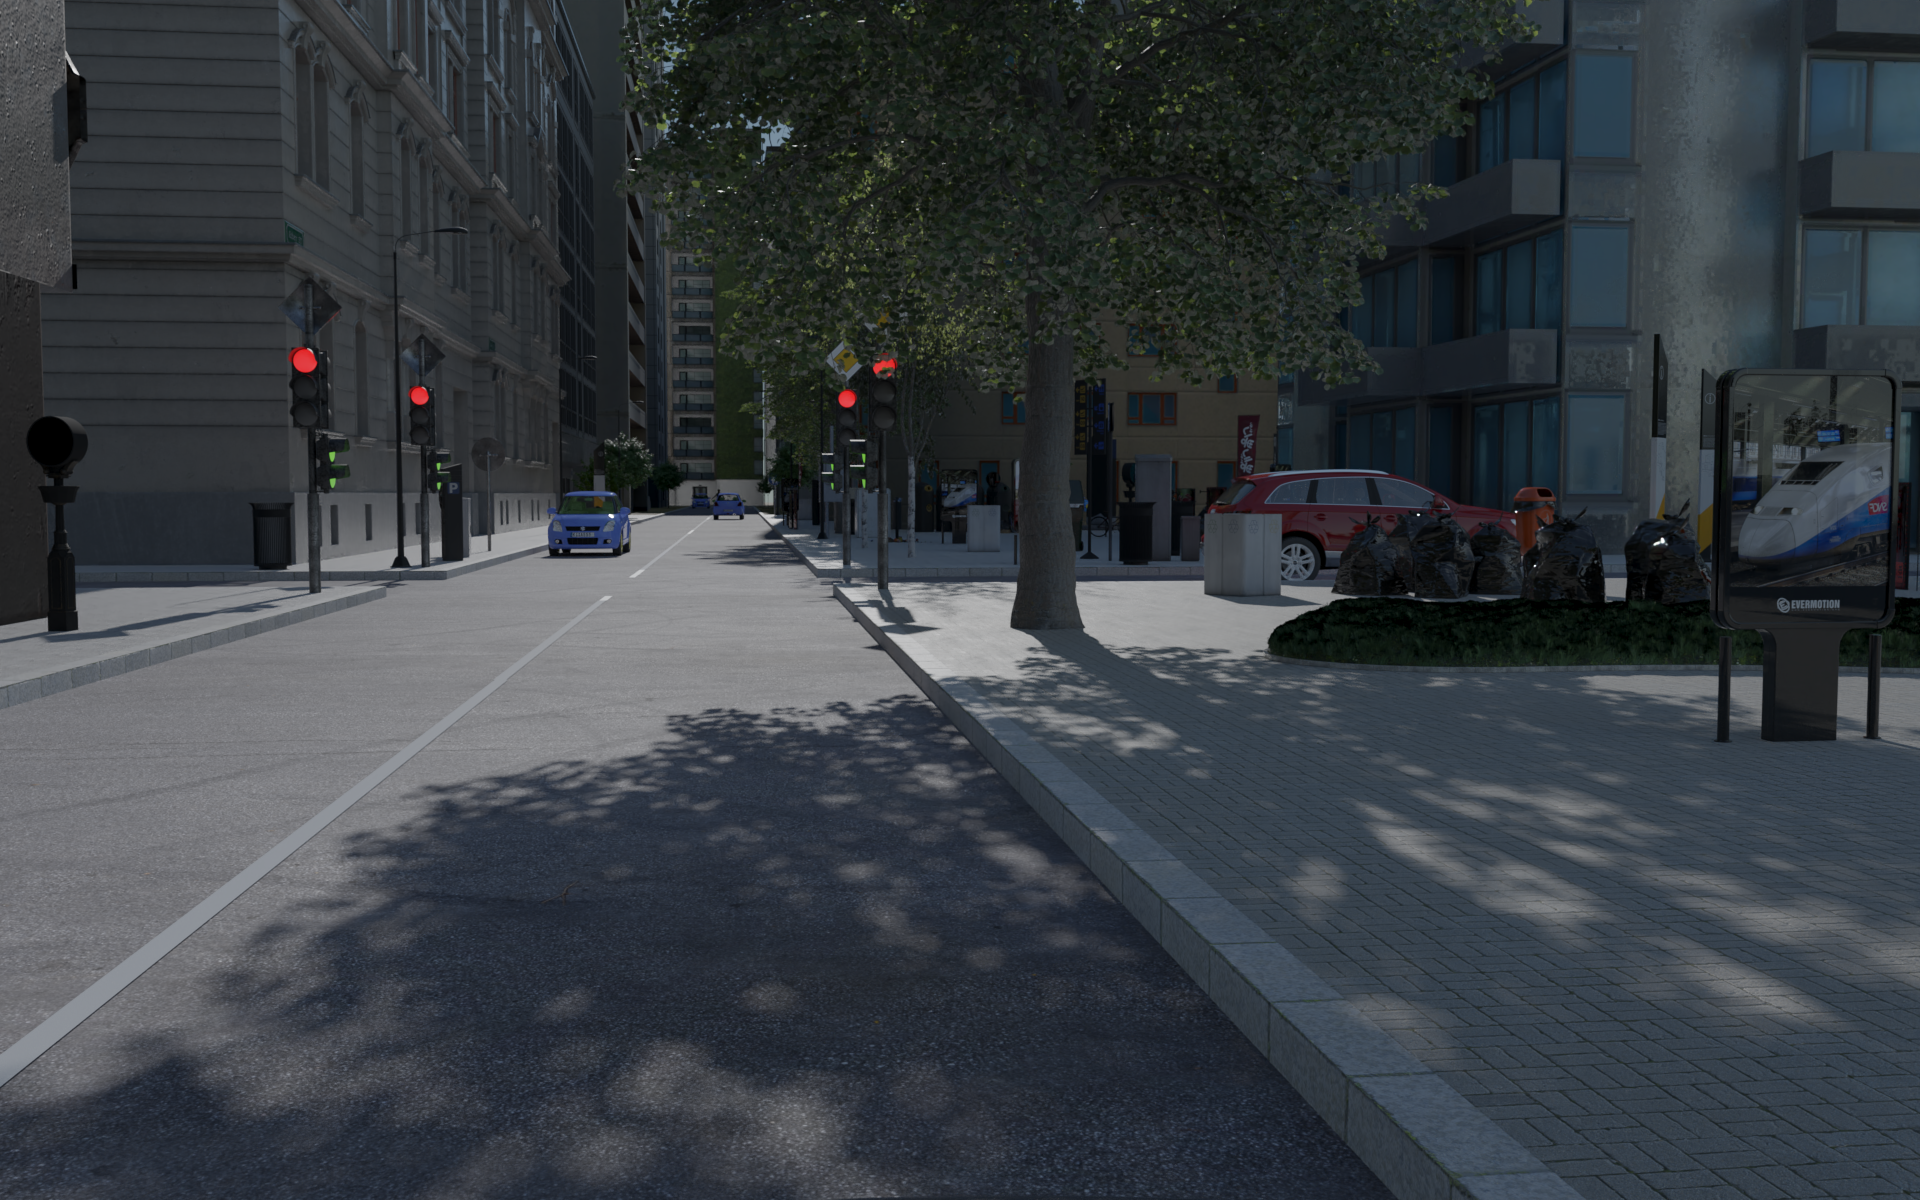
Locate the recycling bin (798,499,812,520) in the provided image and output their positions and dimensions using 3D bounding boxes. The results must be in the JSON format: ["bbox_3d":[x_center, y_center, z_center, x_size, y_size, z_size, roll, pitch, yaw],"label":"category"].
[{"bbox_3d":[-7.691,-4.471,85.663,0.722,1.027,0.722,-1,4,-9],"label":"recycling bin"}]

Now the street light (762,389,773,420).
[{"bbox_3d":[-8.044,-6.389,77.005,1.470,5.913,1.316,0,4,-7],"label":"street light"}]

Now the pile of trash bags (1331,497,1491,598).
[{"bbox_3d":[6.604,-0.789,22.653,3.447,1.369,1.912,-2,4,-35],"label":"pile of trash bags"}]

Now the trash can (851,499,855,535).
[{"bbox_3d":[-3.246,-2.629,54.631,0.748,1.137,0.748,0,3,0],"label":"trash can"}]

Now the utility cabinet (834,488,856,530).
[{"bbox_3d":[-3.882,-3.168,60.476,0.318,1.500,1.173,3,5,43],"label":"utility cabinet"}]

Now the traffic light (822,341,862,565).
[{"bbox_3d":[-2.069,-2.589,31.256,0.839,4.253,0.868,0,4,-7],"label":"traffic light"}]

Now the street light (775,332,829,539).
[{"bbox_3d":[-4.446,-4.673,48.951,1.470,5.913,1.316,0,4,-7],"label":"street light"}]

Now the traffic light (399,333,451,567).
[{"bbox_3d":[-9.370,-2.532,30.314,0.839,4.253,0.868,0,4,-7],"label":"traffic light"}]

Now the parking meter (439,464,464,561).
[{"bbox_3d":[-9.756,-1.681,33.200,0.399,1.863,0.255,-2,4,-33],"label":"parking meter"}]

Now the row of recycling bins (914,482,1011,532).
[{"bbox_3d":[-0.017,-3.168,58.904,3.534,1.692,1.069,-1,4,-13],"label":"row of recycling bins"}]

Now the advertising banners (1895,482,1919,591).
[{"bbox_3d":[12.668,-1.659,23.320,0.090,3.025,2.074,0,4,2],"label":"advertising banners"}]

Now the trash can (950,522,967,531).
[{"bbox_3d":[-0.038,-2.818,57.721,0.748,1.137,0.748,0,3,0],"label":"trash can"}]

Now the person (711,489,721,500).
[{"bbox_3d":[-20.944,-8.697,150.321,1.348,1.869,0.705,1,4,20],"label":"person"}]

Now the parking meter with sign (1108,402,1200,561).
[{"bbox_3d":[3.703,-2.251,33.071,1.738,3.016,0.543,0,4,2],"label":"parking meter with sign"}]

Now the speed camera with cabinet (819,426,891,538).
[{"bbox_3d":[-3.081,-3.441,50.604,2.038,3.252,0.660,-1,4,-11],"label":"speed camera with cabinet"}]

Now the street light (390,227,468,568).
[{"bbox_3d":[-9.252,-3.528,30.220,1.470,5.913,1.316,0,4,-7],"label":"street light"}]

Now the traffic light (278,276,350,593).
[{"bbox_3d":[-8.362,-2.047,22.393,0.839,4.253,0.868,0,4,-7],"label":"traffic light"}]

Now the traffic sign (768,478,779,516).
[{"bbox_3d":[-10.769,-6.153,100.705,0.768,2.556,0.104,0,4,-5],"label":"traffic sign"}]

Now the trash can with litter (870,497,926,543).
[{"bbox_3d":[-1.567,-2.176,46.635,1.678,1.210,2.233,0,4,1],"label":"trash can with litter"}]

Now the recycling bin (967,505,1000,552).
[{"bbox_3d":[0.525,-1.593,38.598,0.722,1.027,0.722,0,4,0],"label":"recycling bin"}]

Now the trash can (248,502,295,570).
[{"bbox_3d":[-11.697,-1.089,29.459,0.748,1.137,0.748,0,3,0],"label":"trash can"}]

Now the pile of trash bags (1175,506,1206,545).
[{"bbox_3d":[6.400,-2.148,44.867,1.912,1.369,3.447,2,4,31],"label":"pile of trash bags"}]

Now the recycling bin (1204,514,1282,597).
[{"bbox_3d":[3.601,-0.581,22.061,0.722,1.027,0.722,-3,4,-37],"label":"recycling bin"}]

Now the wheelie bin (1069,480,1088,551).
[{"bbox_3d":[2.374,-1.896,38.910,0.980,1.594,0.693,-1,4,-11],"label":"wheelie bin"}]

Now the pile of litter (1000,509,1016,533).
[{"bbox_3d":[1.930,-2.629,56.956,1.719,0.858,1.176,-1,4,-10],"label":"pile of litter"}]

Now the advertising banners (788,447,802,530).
[{"bbox_3d":[-5.942,-4.056,62.500,0.090,3.025,2.074,-1,4,-18],"label":"advertising banners"}]

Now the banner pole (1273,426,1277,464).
[{"bbox_3d":[11.529,-4.479,63.242,0.401,3.779,0.863,2,4,24],"label":"banner pole"}]

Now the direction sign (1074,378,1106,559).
[{"bbox_3d":[2.567,-2.584,34.238,0.379,3.537,0.876,-3,4,-39],"label":"direction sign"}]

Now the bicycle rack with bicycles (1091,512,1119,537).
[{"bbox_3d":[5.597,-2.366,52.059,2.925,0.926,2.852,1,4,22],"label":"bicycle rack with bicycles"}]

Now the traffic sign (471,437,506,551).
[{"bbox_3d":[-10.571,-2.369,38.843,0.768,2.556,0.104,0,4,-1],"label":"traffic sign"}]

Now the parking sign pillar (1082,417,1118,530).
[{"bbox_3d":[5.032,-4.476,61.662,1.447,3.967,1.447,-2,4,-29],"label":"parking sign pillar"}]

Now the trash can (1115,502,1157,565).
[{"bbox_3d":[3.192,-1.210,31.436,0.748,1.137,0.748,0,3,0],"label":"trash can"}]

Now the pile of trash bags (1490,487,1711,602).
[{"bbox_3d":[7.376,-0.478,17.575,3.447,1.369,1.912,2,4,28],"label":"pile of trash bags"}]

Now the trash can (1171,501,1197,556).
[{"bbox_3d":[4.549,-1.494,36.075,0.748,1.137,0.748,0,3,0],"label":"trash can"}]

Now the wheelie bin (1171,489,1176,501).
[{"bbox_3d":[7.024,-3.161,59.587,0.693,1.594,0.980,-1,4,-17],"label":"wheelie bin"}]

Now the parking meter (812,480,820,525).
[{"bbox_3d":[-5.909,-3.998,71.071,0.255,1.863,0.399,1,4,9],"label":"parking meter"}]

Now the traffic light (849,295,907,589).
[{"bbox_3d":[-1.062,-2.105,23.334,0.839,4.253,0.868,0,4,-7],"label":"traffic light"}]

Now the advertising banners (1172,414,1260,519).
[{"bbox_3d":[5.710,-2.599,38.676,2.074,3.025,0.090,2,4,32],"label":"advertising banners"}]

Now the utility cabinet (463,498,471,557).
[{"bbox_3d":[-10.193,-1.491,35.533,0.306,1.237,1.020,-1,4,-13],"label":"utility cabinet"}]

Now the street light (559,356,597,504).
[{"bbox_3d":[-12.898,-5.248,58.342,1.470,5.913,1.316,0,4,-7],"label":"street light"}]

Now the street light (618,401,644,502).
[{"bbox_3d":[-16.492,-6.978,86.629,1.470,5.913,1.316,0,4,-7],"label":"street light"}]
